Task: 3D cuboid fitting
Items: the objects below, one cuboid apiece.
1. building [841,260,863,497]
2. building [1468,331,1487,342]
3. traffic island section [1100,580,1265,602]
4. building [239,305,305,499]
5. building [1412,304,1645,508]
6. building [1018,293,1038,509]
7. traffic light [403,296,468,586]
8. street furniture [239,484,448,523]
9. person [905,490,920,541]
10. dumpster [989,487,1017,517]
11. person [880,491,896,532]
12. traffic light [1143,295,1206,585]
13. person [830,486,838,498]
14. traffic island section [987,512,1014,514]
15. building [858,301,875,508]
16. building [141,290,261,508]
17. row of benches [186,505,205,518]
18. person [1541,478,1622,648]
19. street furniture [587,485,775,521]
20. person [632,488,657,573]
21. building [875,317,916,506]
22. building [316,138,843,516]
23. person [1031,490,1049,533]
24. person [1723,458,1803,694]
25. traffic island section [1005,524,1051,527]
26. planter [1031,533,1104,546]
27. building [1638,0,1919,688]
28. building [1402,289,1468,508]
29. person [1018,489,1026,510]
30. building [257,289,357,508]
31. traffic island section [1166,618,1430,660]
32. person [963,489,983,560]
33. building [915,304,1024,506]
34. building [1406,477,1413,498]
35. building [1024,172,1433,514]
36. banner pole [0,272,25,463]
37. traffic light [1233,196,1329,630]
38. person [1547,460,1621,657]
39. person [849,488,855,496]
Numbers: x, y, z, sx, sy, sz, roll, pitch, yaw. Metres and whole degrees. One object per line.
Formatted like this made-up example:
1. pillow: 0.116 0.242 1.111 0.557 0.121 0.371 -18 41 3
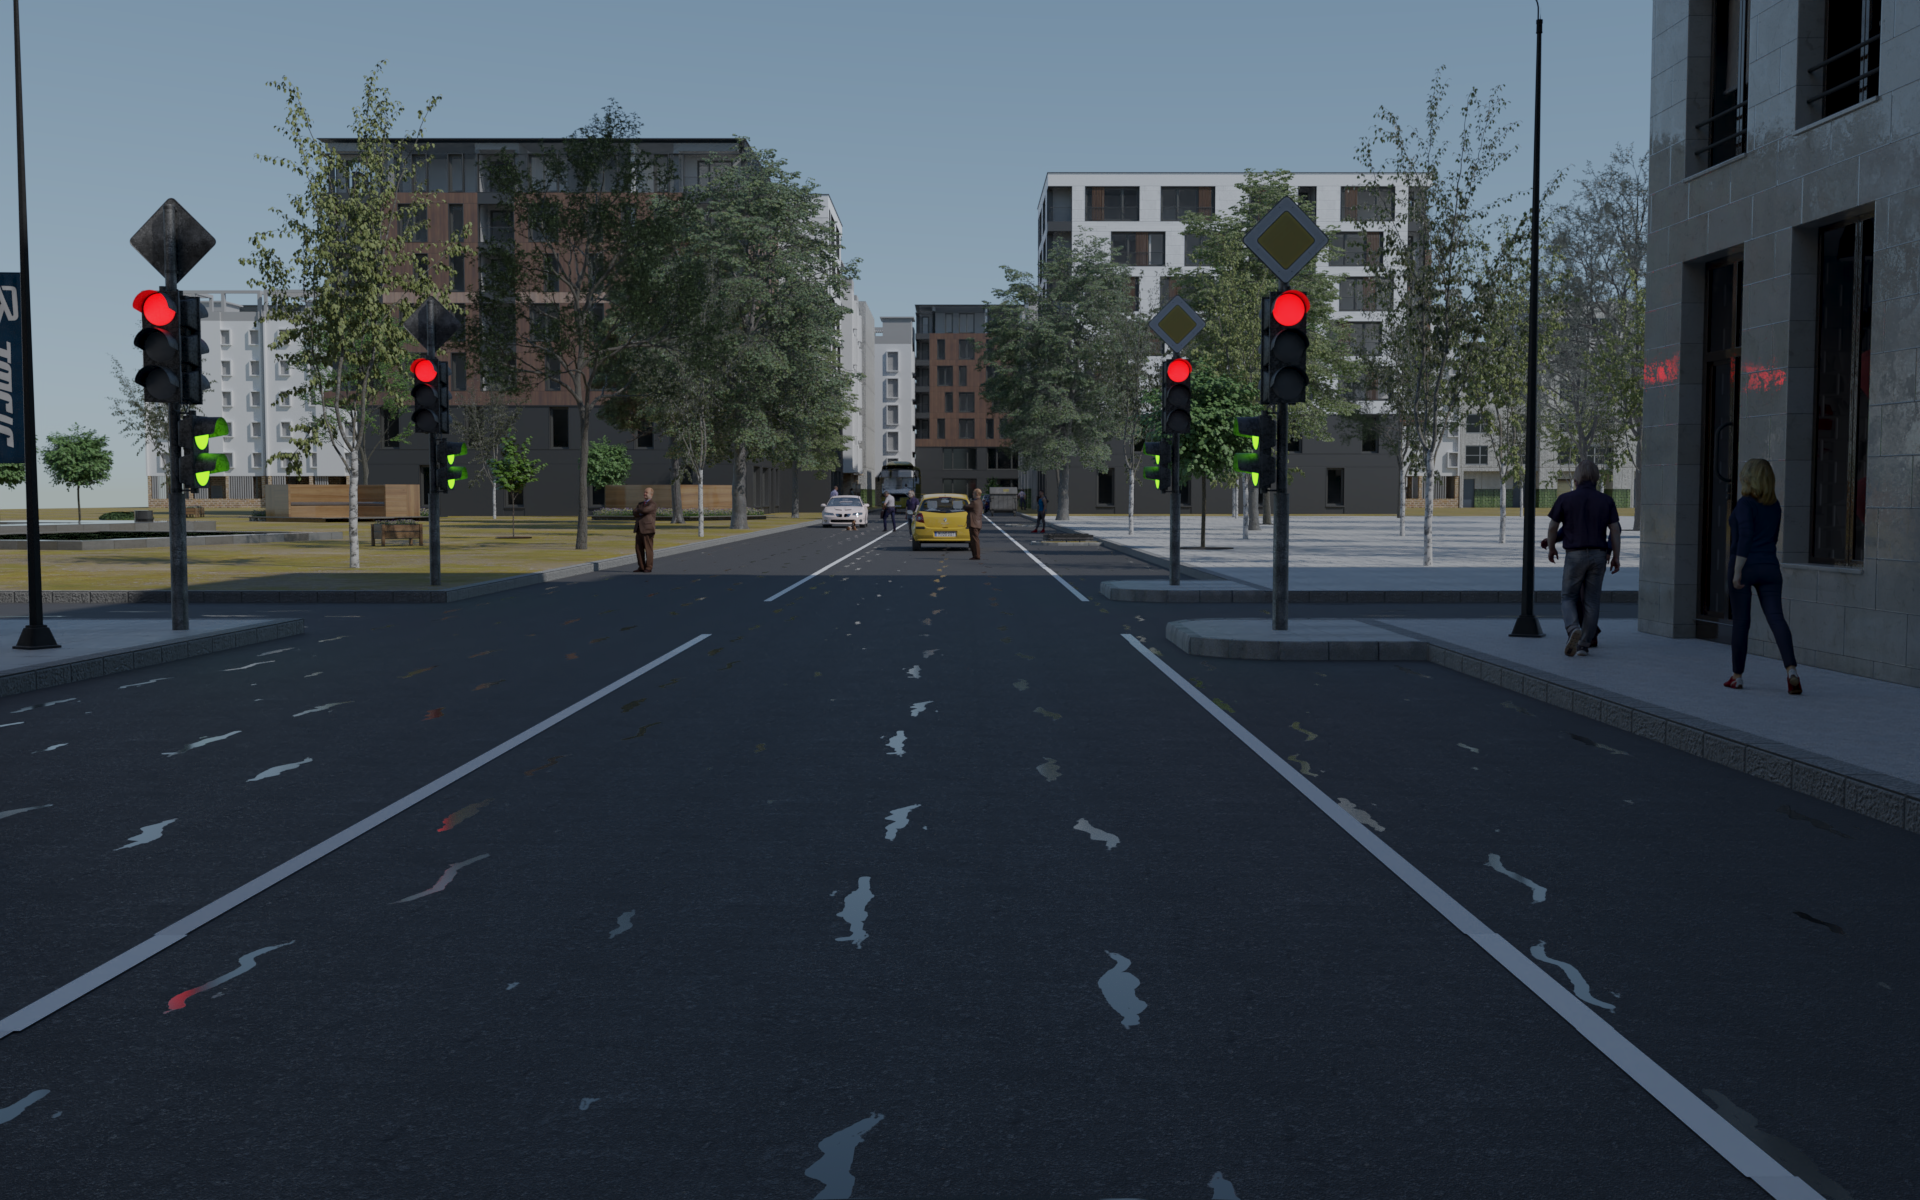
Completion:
1. building: -16.112 -17.223 138.017 16.016 20.091 11.380 0 3 0
2. building: 63.663 -20.543 192.296 11.380 20.091 16.016 0 3 0
3. traffic island section: 3.042 -0.128 24.376 2.009 0.180 2.903 0 3 0
4. building: -65.240 -21.632 197.651 32.646 21.610 27.936 0 3 0
5. building: 61.848 -18.420 167.618 31.486 18.905 16.747 0 3 0
6. building: 14.313 -17.903 159.167 16.747 18.905 31.486 0 3 0
7. traffic light: -7.359 -2.140 24.237 0.839 4.213 0.868 0 3 0
8. street furniture: -28.897 -4.663 83.096 11.010 1.723 9.812 3 4 37
9. person: -1.388 -2.584 52.957 0.471 1.553 0.569 -1 4 -17
10. dumpster: 2.768 -6.268 110.703 1.865 1.857 1.264 0 4 0
11. person: -2.747 -3.390 66.132 0.590 1.554 0.614 2 4 32
12. traffic light: 3.002 -2.142 24.264 0.839 4.213 0.868 0 3 0
13. person: -6.183 -4.819 87.158 0.599 1.838 0.709 -3 4 -38
14. traffic island section: 2.936 -6.334 126.420 1.991 0.108 1.994 0 3 0
15. building: -24.373 -18.396 167.226 31.486 18.905 16.747 0 3 0
16. building: -69.654 -19.012 167.260 11.380 20.091 16.016 0 3 0
17. row of benches: -41.772 -4.831 94.442 1.422 0.672 4.104 -1 4 -18
18. person: 5.178 -0.356 14.556 0.600 1.496 0.574 0 4 3
19. street furniture: -14.083 -4.774 84.914 11.010 1.723 9.812 2 4 30
20. person: -5.742 -1.275 31.608 0.482 1.546 0.388 3 5 41
21. building: -10.568 -20.467 191.060 11.380 20.091 16.016 0 3 0
22. building: -22.854 -16.637 115.992 27.936 21.610 32.646 0 3 0
23. person: 2.970 -3.298 64.295 0.662 1.594 0.647 -3 4 -36
24. person: 5.225 -0.162 11.241 0.480 1.512 0.613 -3 4 -37
25. traffic island section: 2.985 -3.265 76.241 1.991 0.108 1.994 0 3 0
26. planter: 3.016 -1.706 49.035 1.991 0.319 1.994 0 3 0
27. building: 11.526 -9.322 7.164 10.420 20.320 16.860 0 3 0
28. building: 40.416 -18.966 166.507 11.380 20.091 16.016 0 3 0
29. person: 5.003 -8.033 138.313 0.756 1.711 0.436 3 4 38
30. building: -58.274 -18.974 166.639 11.380 20.091 16.016 0 3 0
31. traffic island section: 3.051 0.360 16.391 2.009 0.180 2.903 0 3 0
32. person: 0.289 -1.648 37.719 0.388 1.546 0.482 1 4 21
33. building: 11.439 -21.603 197.186 32.646 21.610 27.936 0 3 0
34. building: 42.945 -15.025 187.803 28.070 9.664 9.099 0 3 0
35. building: 19.465 -17.280 126.506 27.936 21.610 32.646 0 3 0
36. banner pole: -9.679 -1.664 17.218 0.863 3.779 0.401 0 4 -4
37. traffic light: 3.011 -1.653 16.279 0.839 4.213 0.868 0 3 0
38. person: 4.880 -0.336 13.739 0.471 1.553 0.569 -3 5 -40
39. person: -8.011 -7.509 129.598 0.721 1.735 1.217 -2 4 -27
